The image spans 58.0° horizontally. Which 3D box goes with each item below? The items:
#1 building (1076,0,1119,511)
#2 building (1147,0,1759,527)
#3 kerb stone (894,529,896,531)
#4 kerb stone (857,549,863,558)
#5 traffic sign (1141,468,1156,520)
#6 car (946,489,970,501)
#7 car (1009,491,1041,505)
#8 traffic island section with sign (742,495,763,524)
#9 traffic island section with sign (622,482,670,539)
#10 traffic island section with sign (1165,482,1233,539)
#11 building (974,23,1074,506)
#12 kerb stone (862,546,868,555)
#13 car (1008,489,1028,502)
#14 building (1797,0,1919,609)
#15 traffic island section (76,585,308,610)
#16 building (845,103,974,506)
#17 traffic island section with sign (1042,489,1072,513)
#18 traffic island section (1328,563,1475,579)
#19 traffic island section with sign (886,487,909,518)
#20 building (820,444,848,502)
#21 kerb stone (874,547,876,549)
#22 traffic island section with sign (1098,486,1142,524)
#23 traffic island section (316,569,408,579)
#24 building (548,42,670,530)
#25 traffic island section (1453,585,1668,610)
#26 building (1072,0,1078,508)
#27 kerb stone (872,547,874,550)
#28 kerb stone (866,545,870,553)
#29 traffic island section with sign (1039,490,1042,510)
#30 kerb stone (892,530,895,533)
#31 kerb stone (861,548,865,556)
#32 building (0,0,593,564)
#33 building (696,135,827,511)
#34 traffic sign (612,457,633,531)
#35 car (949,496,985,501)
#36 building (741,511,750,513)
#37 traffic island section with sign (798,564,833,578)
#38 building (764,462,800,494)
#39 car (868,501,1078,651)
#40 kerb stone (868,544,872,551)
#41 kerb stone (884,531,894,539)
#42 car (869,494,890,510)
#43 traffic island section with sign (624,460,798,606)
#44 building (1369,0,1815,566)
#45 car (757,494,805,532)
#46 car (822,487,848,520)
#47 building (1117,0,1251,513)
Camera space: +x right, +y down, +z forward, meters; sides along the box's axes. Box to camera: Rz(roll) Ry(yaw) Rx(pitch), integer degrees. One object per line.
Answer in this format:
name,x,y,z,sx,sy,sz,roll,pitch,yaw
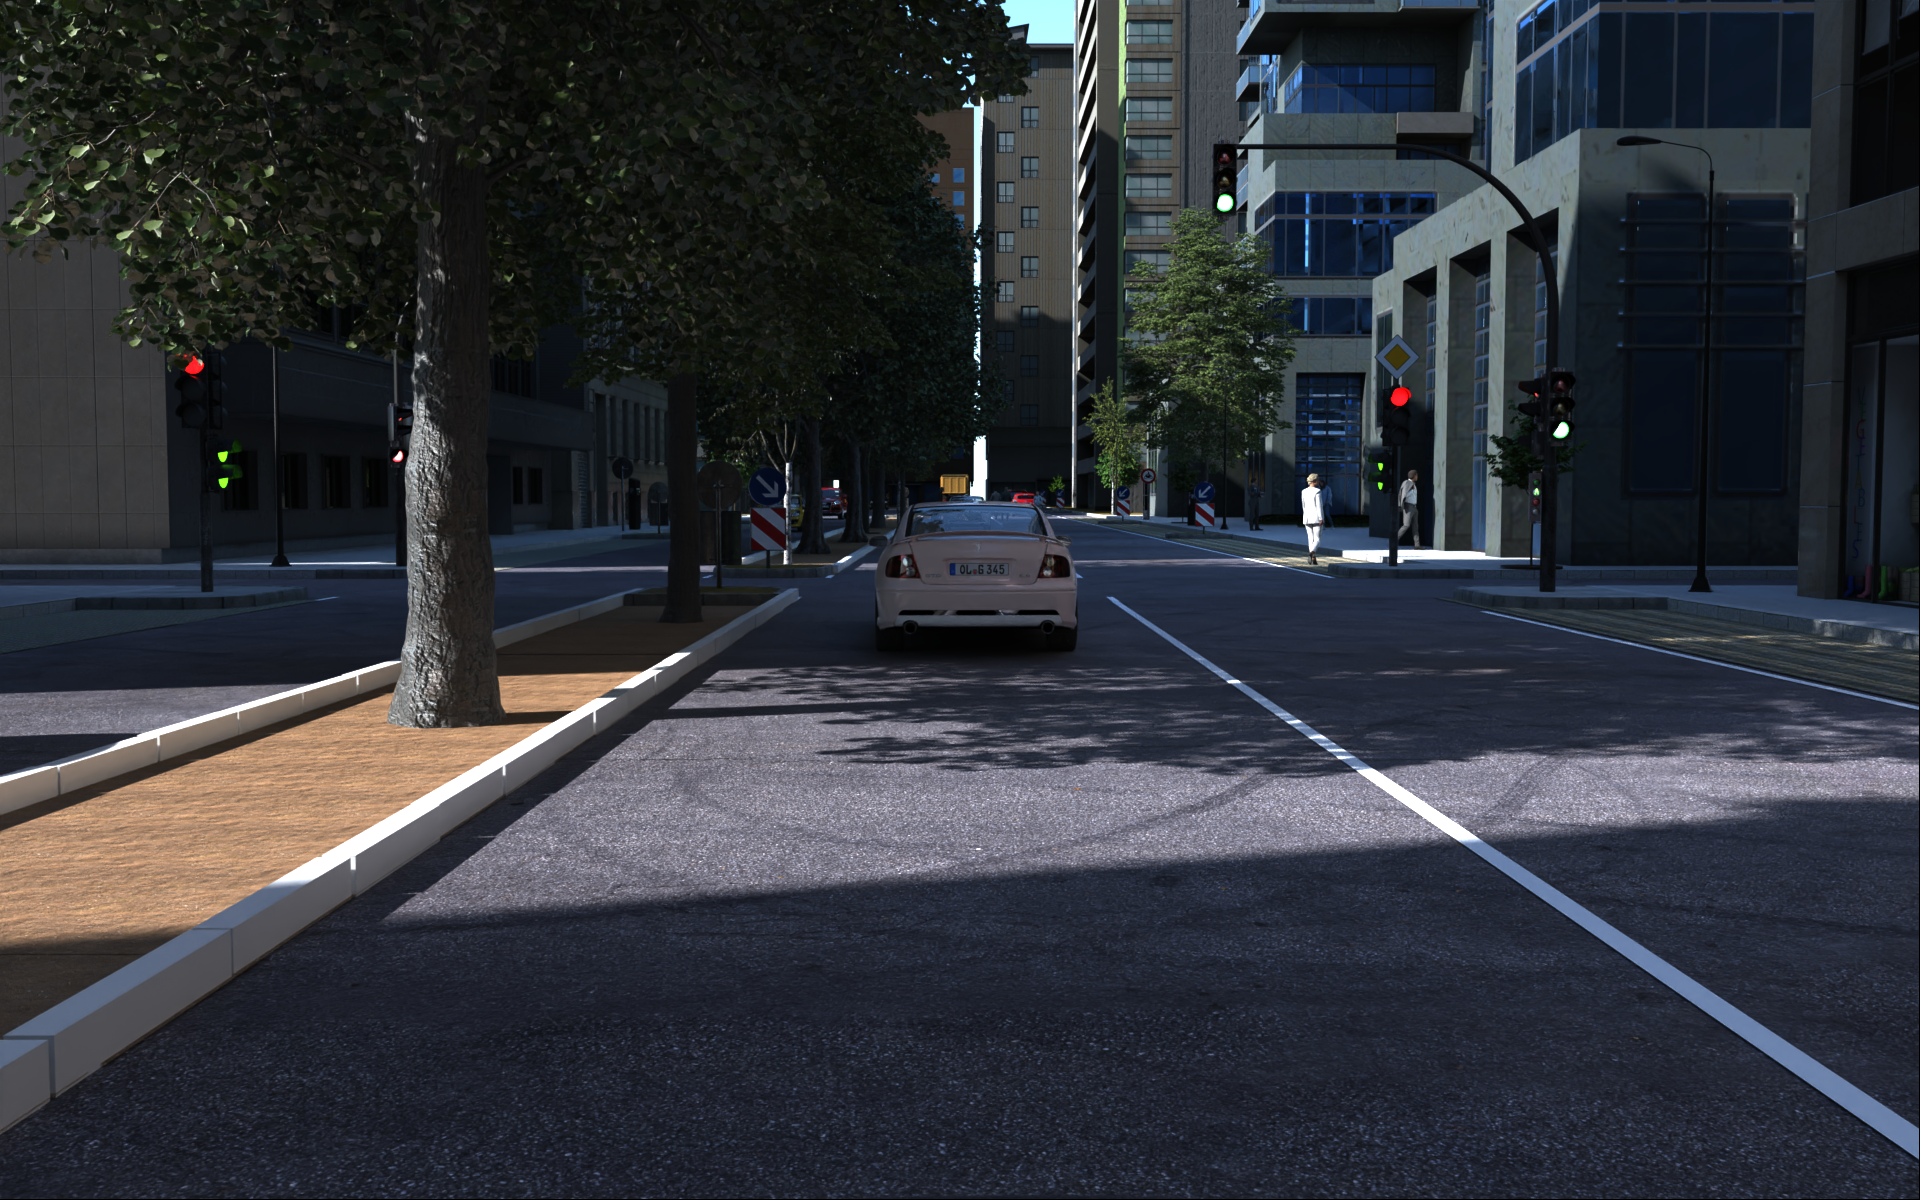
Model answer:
building,20.917,-31.637,140.967,21.300,48.544,21.600,0,3,0
building,22.568,-47.396,87.604,22.319,86.520,31.000,0,3,0
kerb stone,-2.320,-2.217,58.444,0.120,0.150,1.000,0,3,0
kerb stone,-2.276,-0.964,37.950,0.120,0.150,1.000,0,3,0
traffic sign,9.298,-5.227,85.572,0.768,2.556,0.104,0,4,6
car,-0.058,-5.127,93.612,2.009,1.686,4.222,0,4,-1
car,4.169,-6.281,111.733,2.155,1.783,4.494,0,3,0
traffic island section with sign,-9.698,-4.529,82.676,1.989,1.847,2.006,0,3,0
traffic island section with sign,-9.642,-2.857,55.346,1.989,1.847,2.006,0,3,0
traffic island section with sign,7.674,-2.892,55.906,1.989,1.847,2.006,0,3,0
building,15.478,-37.579,203.654,27.495,52.752,28.713,0,3,0
kerb stone,-2.276,-1.089,39.995,0.120,0.150,1.000,0,3,0
car,4.535,-7.935,138.414,2.281,1.827,5.304,0,4,-1
building,20.166,-12.203,4.035,19.350,26.468,34.151,0,3,0
traffic island section,-9.907,-0.029,22.756,2.009,0.180,2.903,0,3,0
building,-5.575,-33.424,196.595,14.200,45.320,14.600,0,3,0
traffic island section with sign,7.518,-7.578,132.526,1.989,1.847,2.006,0,3,0
traffic island section,7.719,-0.519,30.772,2.009,0.180,2.903,0,3,0
traffic island section with sign,-3.458,-5.958,105.549,2.006,1.907,1.989,0,3,0
building,-24.690,-31.437,205.882,23.993,40.220,32.217,0,3,0
kerb stone,-2.287,-1.337,44.096,0.120,0.150,1.000,0,3,0
traffic island section with sign,7.625,-4.540,82.862,1.989,1.847,2.006,0,3,0
traffic island section,-9.923,-0.517,30.742,2.009,0.180,2.903,0,3,0
building,-21.195,-14.828,75.714,16.112,22.955,30.059,0,3,0
traffic island section,7.735,-0.031,22.787,2.009,0.180,2.903,0,3,0
building,21.321,-38.136,165.523,21.231,58.520,28.212,0,3,0
kerb stone,-2.284,-1.276,43.073,0.120,0.150,1.000,0,3,0
kerb stone,-2.285,-1.152,41.025,0.120,0.150,1.000,0,3,0
traffic island section with sign,7.476,-9.236,159.631,1.989,1.847,2.006,0,3,0
kerb stone,-2.310,-2.152,57.421,0.120,0.150,1.000,0,3,0
kerb stone,-2.276,-1.024,38.973,0.120,0.150,1.000,0,3,0
building,-19.893,-13.859,45.661,14.314,24.678,30.058,0,3,0
building,-28.611,-33.563,168.370,30.456,49.044,23.786,0,3,0
traffic sign,-11.660,-3.655,59.857,0.768,2.556,0.104,1,4,8
car,0.276,-3.387,67.731,2.083,1.381,4.827,0,4,0
building,-24.955,-30.621,120.266,23.786,49.044,30.456,0,3,0
traffic island section with sign,-3.297,-1.362,30.411,2.006,1.907,1.989,0,3,0
building,-20.962,-22.714,143.081,14.160,30.474,14.107,0,3,0
car,0.116,-0.295,17.178,2.083,1.381,4.827,0,4,-1
kerb stone,-2.286,-1.214,42.048,0.120,0.150,1.000,0,3,0
kerb stone,-2.315,-2.088,56.392,0.120,0.150,1.000,0,3,0
car,-7.386,-9.066,158.012,2.009,1.686,4.222,0,4,-1
traffic island section with sign,-3.291,-0.909,23.004,2.006,1.907,1.989,0,3,0
building,26.375,-44.451,39.441,31.000,86.520,22.319,0,3,0
car,-6.735,-3.454,66.703,2.015,1.641,3.980,0,4,1
car,-7.526,-5.503,98.644,2.281,1.827,5.304,0,4,1
building,18.050,-26.851,122.606,14.154,41.232,14.086,0,3,0
